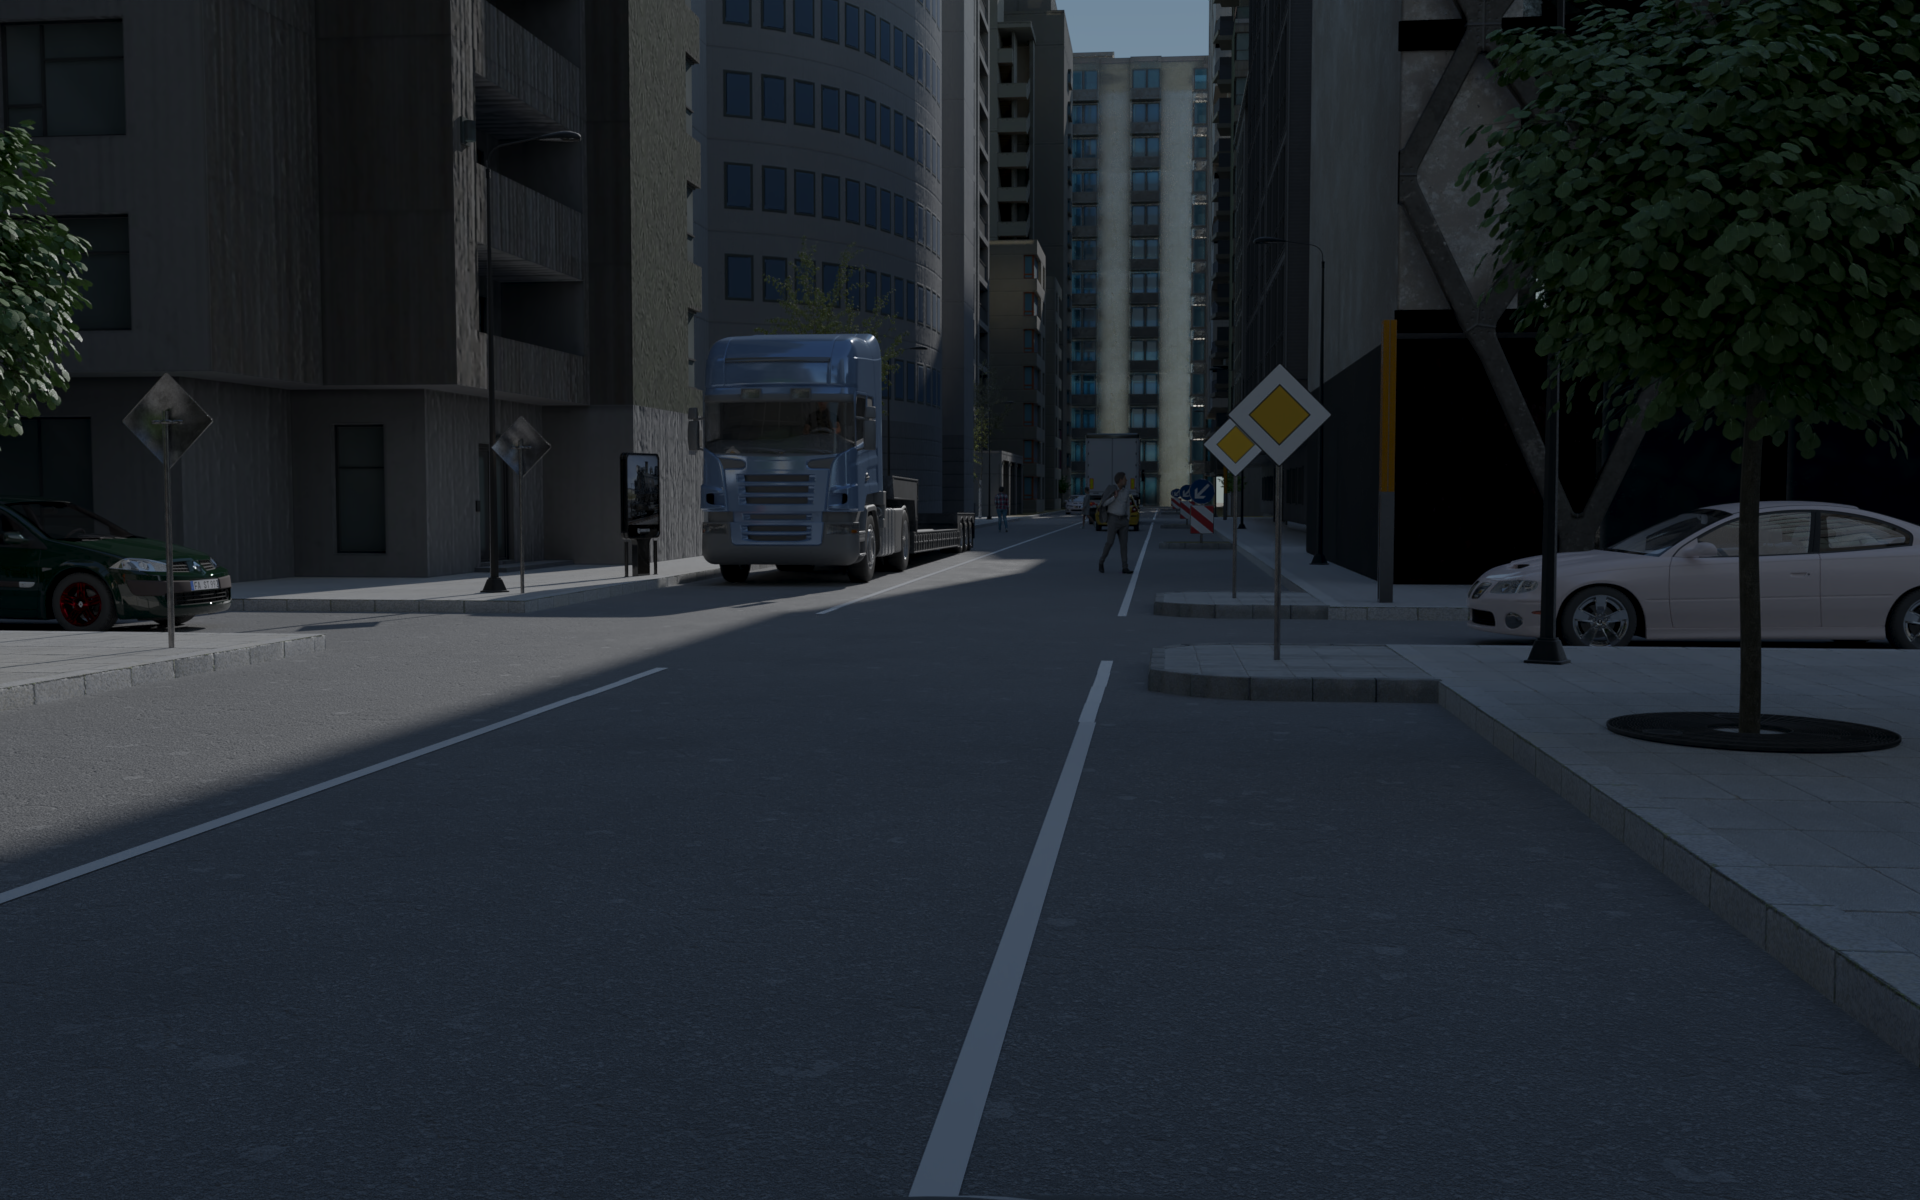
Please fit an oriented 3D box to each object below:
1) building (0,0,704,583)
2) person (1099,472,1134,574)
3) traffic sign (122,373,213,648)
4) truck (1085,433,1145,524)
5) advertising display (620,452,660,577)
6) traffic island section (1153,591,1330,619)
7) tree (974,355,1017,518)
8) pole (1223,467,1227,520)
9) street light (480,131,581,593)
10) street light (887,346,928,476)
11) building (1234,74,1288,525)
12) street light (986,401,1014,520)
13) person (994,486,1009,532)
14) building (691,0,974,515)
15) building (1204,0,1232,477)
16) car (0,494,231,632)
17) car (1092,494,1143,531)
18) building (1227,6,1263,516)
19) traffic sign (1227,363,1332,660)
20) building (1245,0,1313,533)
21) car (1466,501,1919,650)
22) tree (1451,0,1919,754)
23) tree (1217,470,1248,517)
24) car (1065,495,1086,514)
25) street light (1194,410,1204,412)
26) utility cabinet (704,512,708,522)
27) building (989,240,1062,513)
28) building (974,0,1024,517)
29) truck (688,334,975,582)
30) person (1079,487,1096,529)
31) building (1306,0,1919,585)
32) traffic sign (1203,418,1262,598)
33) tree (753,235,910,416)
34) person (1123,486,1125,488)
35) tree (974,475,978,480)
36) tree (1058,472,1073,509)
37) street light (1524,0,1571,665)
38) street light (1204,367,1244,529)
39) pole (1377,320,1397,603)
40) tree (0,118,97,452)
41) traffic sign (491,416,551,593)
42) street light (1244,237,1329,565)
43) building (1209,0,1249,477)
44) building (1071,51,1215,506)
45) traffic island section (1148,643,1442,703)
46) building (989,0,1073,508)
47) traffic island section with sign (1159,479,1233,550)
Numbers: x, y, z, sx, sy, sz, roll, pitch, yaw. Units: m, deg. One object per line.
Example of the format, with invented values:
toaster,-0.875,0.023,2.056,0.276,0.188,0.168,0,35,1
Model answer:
building,-13.091,-15.744,29.114,14.160,30.474,14.107,0,4,7
person,2.798,-1.388,31.294,0.679,1.850,0.850,-3,4,-36
traffic sign,-6.582,-0.658,14.405,0.795,2.450,0.064,0,4,7
truck,7.662,-5.909,85.523,2.839,4.237,11.283,0,4,7
advertising display,-5.010,-1.342,27.159,0.123,1.923,0.974,1,4,21
traffic island section,3.400,0.058,21.339,2.009,0.180,2.903,0,4,7
tree,0.837,-8.620,91.292,4.360,8.622,3.978,0,3,0
pole,13.066,-5.592,85.271,0.158,3.312,0.155,0,3,0
street light,-5.543,-3.049,22.386,1.470,5.913,1.316,0,4,7
street light,-1.715,-5.015,54.531,1.470,5.913,1.316,0,4,7
building,20.216,-15.898,79.005,14.314,24.678,30.058,0,4,7
street light,2.013,-6.992,86.853,1.470,5.913,1.316,0,4,7
person,1.574,-3.416,65.185,0.563,1.720,0.643,0,4,-2
building,-11.393,-32.196,68.398,21.231,58.520,28.212,0,4,7
building,35.945,-34.599,154.929,28.713,52.752,27.495,0,4,7
car,-9.983,-0.530,18.452,4.222,1.686,2.009,0,4,8
car,6.211,-3.547,68.225,2.015,1.641,3.980,0,4,5
building,23.529,-20.445,105.984,14.160,30.474,14.107,0,4,7
traffic sign,2.448,-0.593,13.333,0.795,2.450,0.064,0,4,7
building,16.264,-15.815,52.090,14.314,27.812,24.014,0,4,7
car,7.179,-0.223,16.009,4.827,1.381,2.083,0,4,5
tree,4.300,-1.556,9.155,4.285,4.588,4.351,0,3,0
tree,15.458,-6.345,98.347,1.663,3.219,1.824,0,3,0
car,8.486,-6.779,123.198,2.083,1.381,4.827,0,4,5
street light,13.591,-7.532,95.695,1.470,5.913,1.316,0,4,7
utility cabinet,-6.858,-2.124,43.407,0.318,1.500,1.173,3,4,39
building,-6.828,-17.659,133.769,27.650,21.520,28.899,0,4,7
building,-6.579,-40.905,107.054,20.563,71.187,20.611,0,4,7
truck,-1.854,-2.769,35.039,2.967,4.110,18.799,0,4,6
person,5.291,-3.832,71.909,0.760,1.731,0.466,-2,4,-32
building,14.916,-9.827,28.118,16.811,18.784,16.820,0,4,7
traffic sign,3.375,-1.078,21.264,0.795,2.450,0.064,0,4,7
tree,-3.768,-6.105,50.175,4.737,8.622,4.395,0,3,0
person,6.802,-3.961,73.279,0.660,1.820,0.620,1,4,19
tree,-0.138,-5.480,84.191,1.663,3.219,1.824,0,3,0
tree,8.751,-9.479,149.587,1.663,3.219,1.824,0,3,0
street light,3.929,-2.478,13.059,1.470,5.913,1.316,0,4,7
street light,9.823,-5.566,63.543,1.470,5.913,1.316,0,4,7
pole,5.031,-1.625,20.405,0.158,3.312,0.155,0,3,0
tree,-7.693,-1.734,12.064,4.285,4.588,4.351,0,3,0
traffic sign,-5.655,-1.143,22.336,0.795,2.450,0.064,0,4,7
street light,6.000,-3.600,31.397,1.470,5.913,1.316,0,4,7
building,29.699,-28.867,126.605,22.147,44.769,28.867,0,4,7
building,13.891,-34.930,190.710,30.456,49.044,23.786,0,4,7
traffic island section,2.473,0.543,13.407,2.009,0.180,2.903,0,4,7
building,-0.486,-33.009,163.398,21.600,48.544,21.300,0,4,7
traffic island section with sign,6.265,-2.272,45.779,1.989,1.847,2.006,0,4,7
